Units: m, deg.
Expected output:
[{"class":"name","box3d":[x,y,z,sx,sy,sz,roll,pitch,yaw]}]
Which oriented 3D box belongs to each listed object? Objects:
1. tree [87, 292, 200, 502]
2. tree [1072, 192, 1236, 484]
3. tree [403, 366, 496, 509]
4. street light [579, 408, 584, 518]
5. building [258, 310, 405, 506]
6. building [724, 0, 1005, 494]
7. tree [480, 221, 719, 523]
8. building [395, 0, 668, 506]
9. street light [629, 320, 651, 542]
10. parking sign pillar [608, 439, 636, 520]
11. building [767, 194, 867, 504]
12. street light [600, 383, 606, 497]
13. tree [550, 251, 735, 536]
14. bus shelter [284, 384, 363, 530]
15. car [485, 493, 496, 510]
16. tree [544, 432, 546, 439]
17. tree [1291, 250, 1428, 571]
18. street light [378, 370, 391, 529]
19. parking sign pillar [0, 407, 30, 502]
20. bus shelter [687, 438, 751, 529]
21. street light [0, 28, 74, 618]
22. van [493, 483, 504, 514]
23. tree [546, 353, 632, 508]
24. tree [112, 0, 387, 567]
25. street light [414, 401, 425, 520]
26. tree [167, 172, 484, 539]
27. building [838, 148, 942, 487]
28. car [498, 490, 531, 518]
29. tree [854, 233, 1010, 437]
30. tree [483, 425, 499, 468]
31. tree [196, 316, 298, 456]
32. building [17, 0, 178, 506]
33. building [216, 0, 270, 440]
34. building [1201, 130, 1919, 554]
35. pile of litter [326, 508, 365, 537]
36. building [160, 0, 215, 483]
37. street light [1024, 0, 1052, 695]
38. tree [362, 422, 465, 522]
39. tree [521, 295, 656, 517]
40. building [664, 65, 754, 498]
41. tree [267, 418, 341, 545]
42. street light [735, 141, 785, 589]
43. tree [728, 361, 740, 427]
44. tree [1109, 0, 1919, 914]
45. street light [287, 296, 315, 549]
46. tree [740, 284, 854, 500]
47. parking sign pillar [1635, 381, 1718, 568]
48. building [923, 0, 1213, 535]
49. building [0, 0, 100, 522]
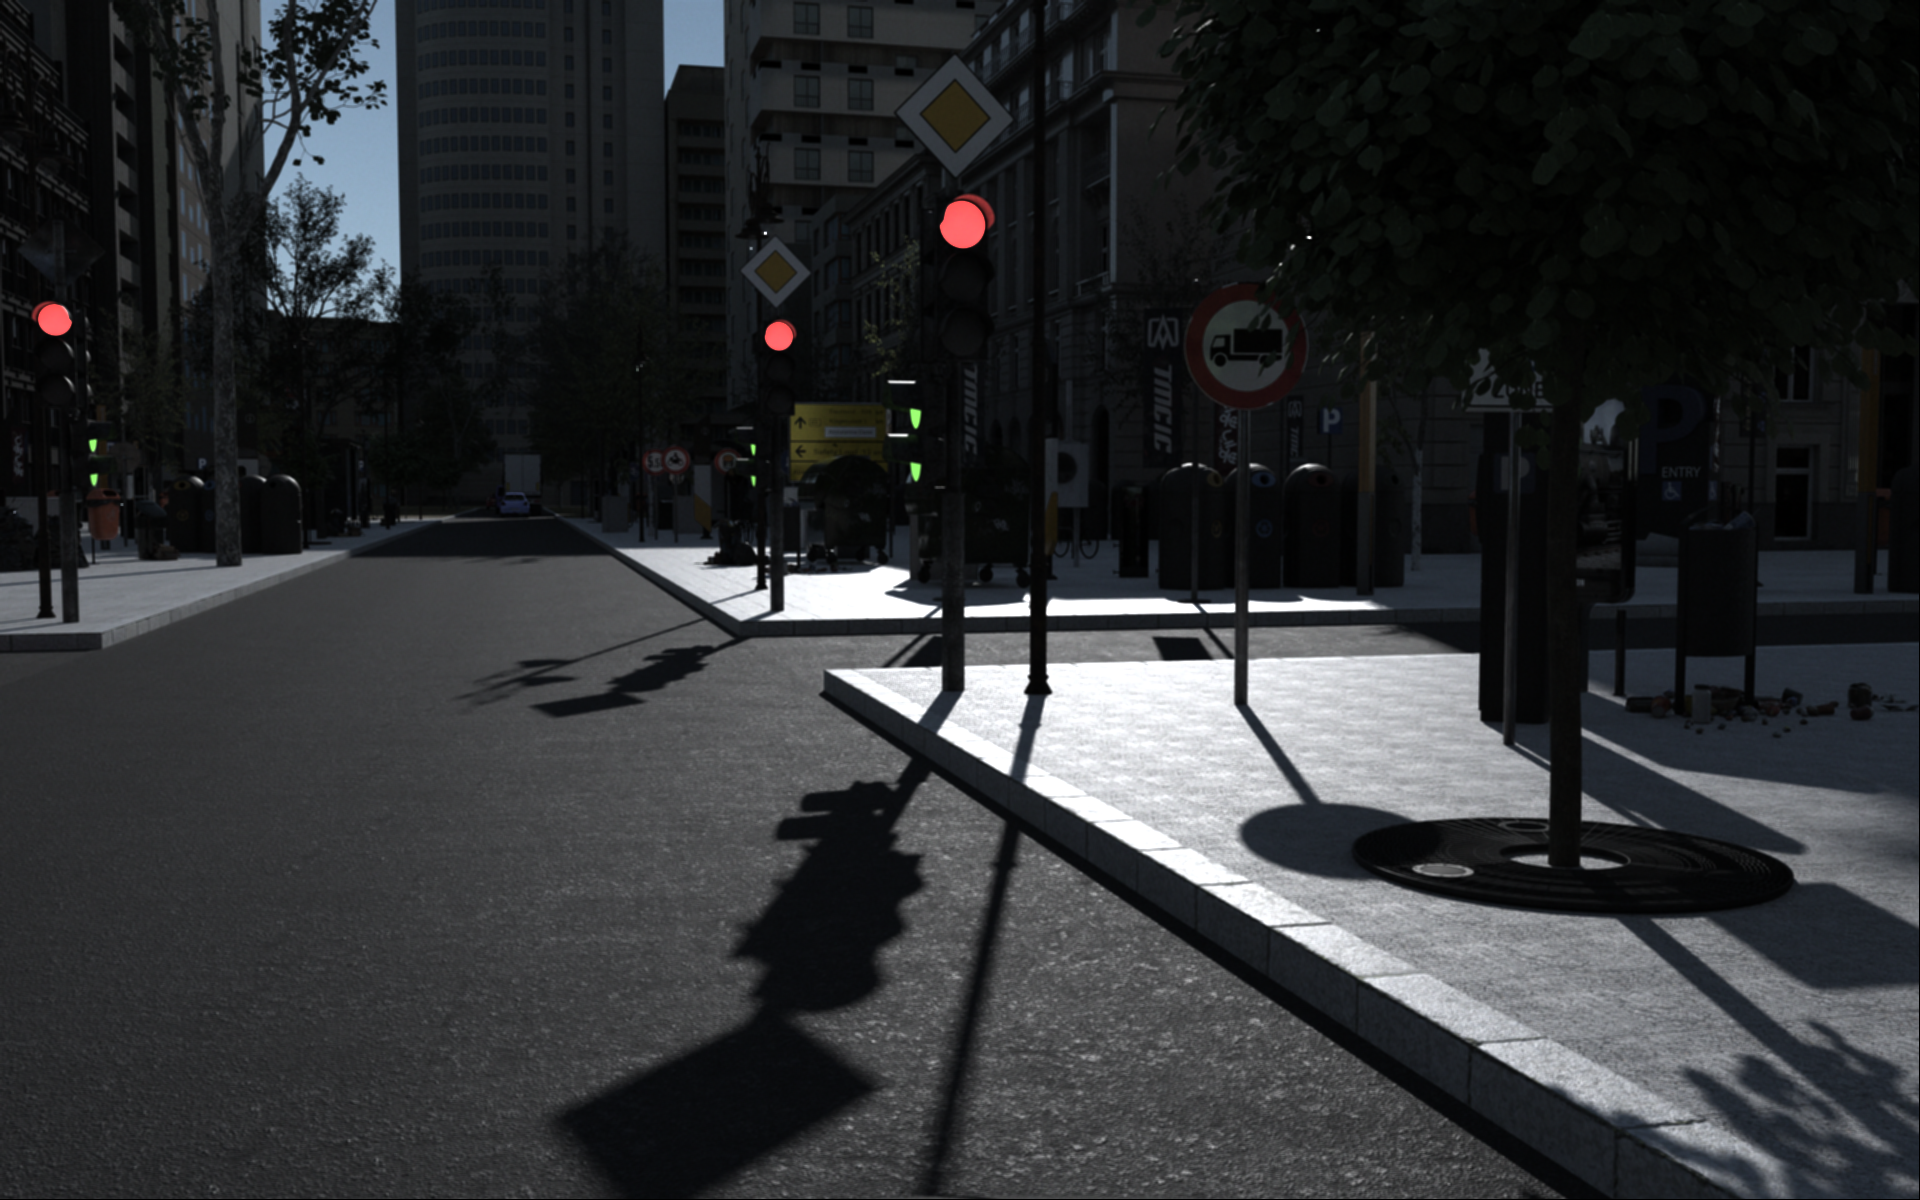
[{"class":"tree","box3d":[-29.551,-6.886,62.955,4.360,8.622,3.978,0,3,0]},{"class":"tree","box3d":[4.950,-5.579,41.581,4.360,8.622,3.978,0,3,0]},{"class":"tree","box3d":[-44.730,-14.303,151.981,7.486,12.596,7.792,0,3,0]},{"class":"street light","box3d":[-19.920,-7.245,91.244,0.468,5.910,1.993,-1,4,-14]},{"class":"building","box3d":[-77.118,-21.254,192.540,28.899,21.520,27.650,-1,4,-14]},{"class":"building","box3d":[-4.544,-33.913,143.720,28.713,52.752,27.495,-1,4,-14]},{"class":"tree","box3d":[-15.963,-10.212,77.333,12.009,13.543,11.850,0,3,0]},{"class":"building","box3d":[-48.182,-39.955,195.265,28.212,58.520,21.231,-1,4,-14]},{"class":"street light","box3d":[-8.540,-4.497,46.306,0.468,5.910,1.993,-1,4,-14]},{"class":"parking sign pillar","box3d":[-16.492,-5.869,84.428,1.447,3.967,1.447,-3,4,-36]},{"class":"building","box3d":[2.687,-16.662,117.469,27.650,21.520,28.899,-1,4,-14]},{"class":"street light","box3d":[-14.183,-5.871,68.784,0.468,5.910,1.993,-1,4,-14]},{"class":"tree","box3d":[-9.274,-6.253,52.607,4.737,8.622,4.395,0,3,0]},{"class":"bus shelter","box3d":[-24.187,-5.404,65.993,2.179,5.291,8.768,-1,4,-14]},{"class":"car","box3d":[-42.748,-9.218,159.748,2.155,1.783,4.494,-1,4,-14]},{"class":"tree","box3d":[-36.148,-12.687,157.787,4.360,8.622,3.978,0,3,0]},{"class":"tree","box3d":[7.407,-4.797,28.796,4.737,8.622,4.395,0,3,0]},{"class":"street light","box3d":[-20.894,-5.523,63.084,0.468,5.910,1.993,-1,4,-14]},{"class":"parking sign pillar","box3d":[-29.524,-4.002,53.911,1.447,3.967,1.447,2,4,35]},{"class":"bus shelter","box3d":[-9.249,-4.385,65.624,2.014,3.302,5.546,-1,4,-14]},{"class":"street light","box3d":[-9.489,-2.753,17.807,0.468,5.910,1.993,-1,4,-14]},{"class":"van","box3d":[-32.744,-7.417,125.656,2.240,2.365,5.245,-1,4,-15]},{"class":"tree","box3d":[-18.646,-8.430,88.187,4.360,8.622,3.978,0,3,0]},{"class":"tree","box3d":[-11.537,-10.664,30.241,12.611,20.169,13.585,0,3,0]},{"class":"street light","box3d":[-26.881,-6.933,86.149,0.468,5.910,1.993,-1,4,-14]},{"class":"tree","box3d":[-18.387,-7.053,49.723,8.767,10.594,7.601,-1,4,-15]},{"class":"building","box3d":[0.783,-13.628,87.438,10.561,19.102,19.286,-1,4,-14]},{"class":"car","box3d":[-26.936,-5.824,104.809,1.945,1.707,3.694,-1,4,-14]},{"class":"tree","box3d":[-0.757,-6.001,48.478,4.360,8.622,3.978,0,3,0]},{"class":"tree","box3d":[-47.743,-14.110,165.117,8.767,10.594,7.601,0,4,5]},{"class":"tree","box3d":[-29.713,-7.487,72.770,4.737,8.622,4.395,0,3,0]},{"class":"building","box3d":[-50.752,-19.588,91.963,14.160,30.474,14.107,-1,4,-14]},{"class":"building","box3d":[-67.338,-32.989,128.606,27.495,52.752,28.713,-1,4,-14]},{"class":"building","box3d":[19.967,-15.115,44.390,25.104,27.353,12.463,-1,4,-14]},{"class":"pile of litter","box3d":[-18.581,-2.352,52.422,1.176,0.858,1.719,1,4,22]},{"class":"building","box3d":[-53.855,-27.846,105.399,14.600,45.320,14.200,-1,4,-14]},{"class":"street light","box3d":[0.503,-2.336,10.981,0.468,5.910,1.993,-1,4,-14]},{"class":"tree","box3d":[-25.548,-5.815,78.790,4.285,4.588,4.351,0,3,0]},{"class":"tree","box3d":[-20.427,-10.967,97.433,7.486,12.596,7.792,0,3,0]},{"class":"building","box3d":[-23.961,-35.342,201.549,21.600,48.544,21.300,-1,4,-14]},{"class":"tree","box3d":[-16.503,-3.026,44.070,1.663,3.219,1.824,0,3,0]},{"class":"street light","box3d":[-2.678,-3.082,23.185,0.468,5.910,1.993,-1,4,-14]},{"class":"tree","box3d":[-8.980,-8.120,83.127,4.360,8.622,3.978,0,3,0]},{"class":"tree","box3d":[2.163,-1.357,5.904,4.285,4.588,4.351,0,3,0]},{"class":"street light","box3d":[-15.390,-4.146,40.571,0.468,5.910,1.993,-1,4,-14]},{"class":"tree","box3d":[-5.244,-6.787,61.334,4.360,8.622,3.978,0,3,0]},{"class":"parking sign pillar","box3d":[12.748,-2.588,30.779,1.447,3.967,1.447,-3,5,-43]},{"class":"building","box3d":[7.716,-13.734,66.348,13.314,21.916,24.055,-1,4,-14]},{"class":"building","box3d":[-44.461,-14.815,71.910,12.332,23.373,15.834,-1,4,-14]}]
